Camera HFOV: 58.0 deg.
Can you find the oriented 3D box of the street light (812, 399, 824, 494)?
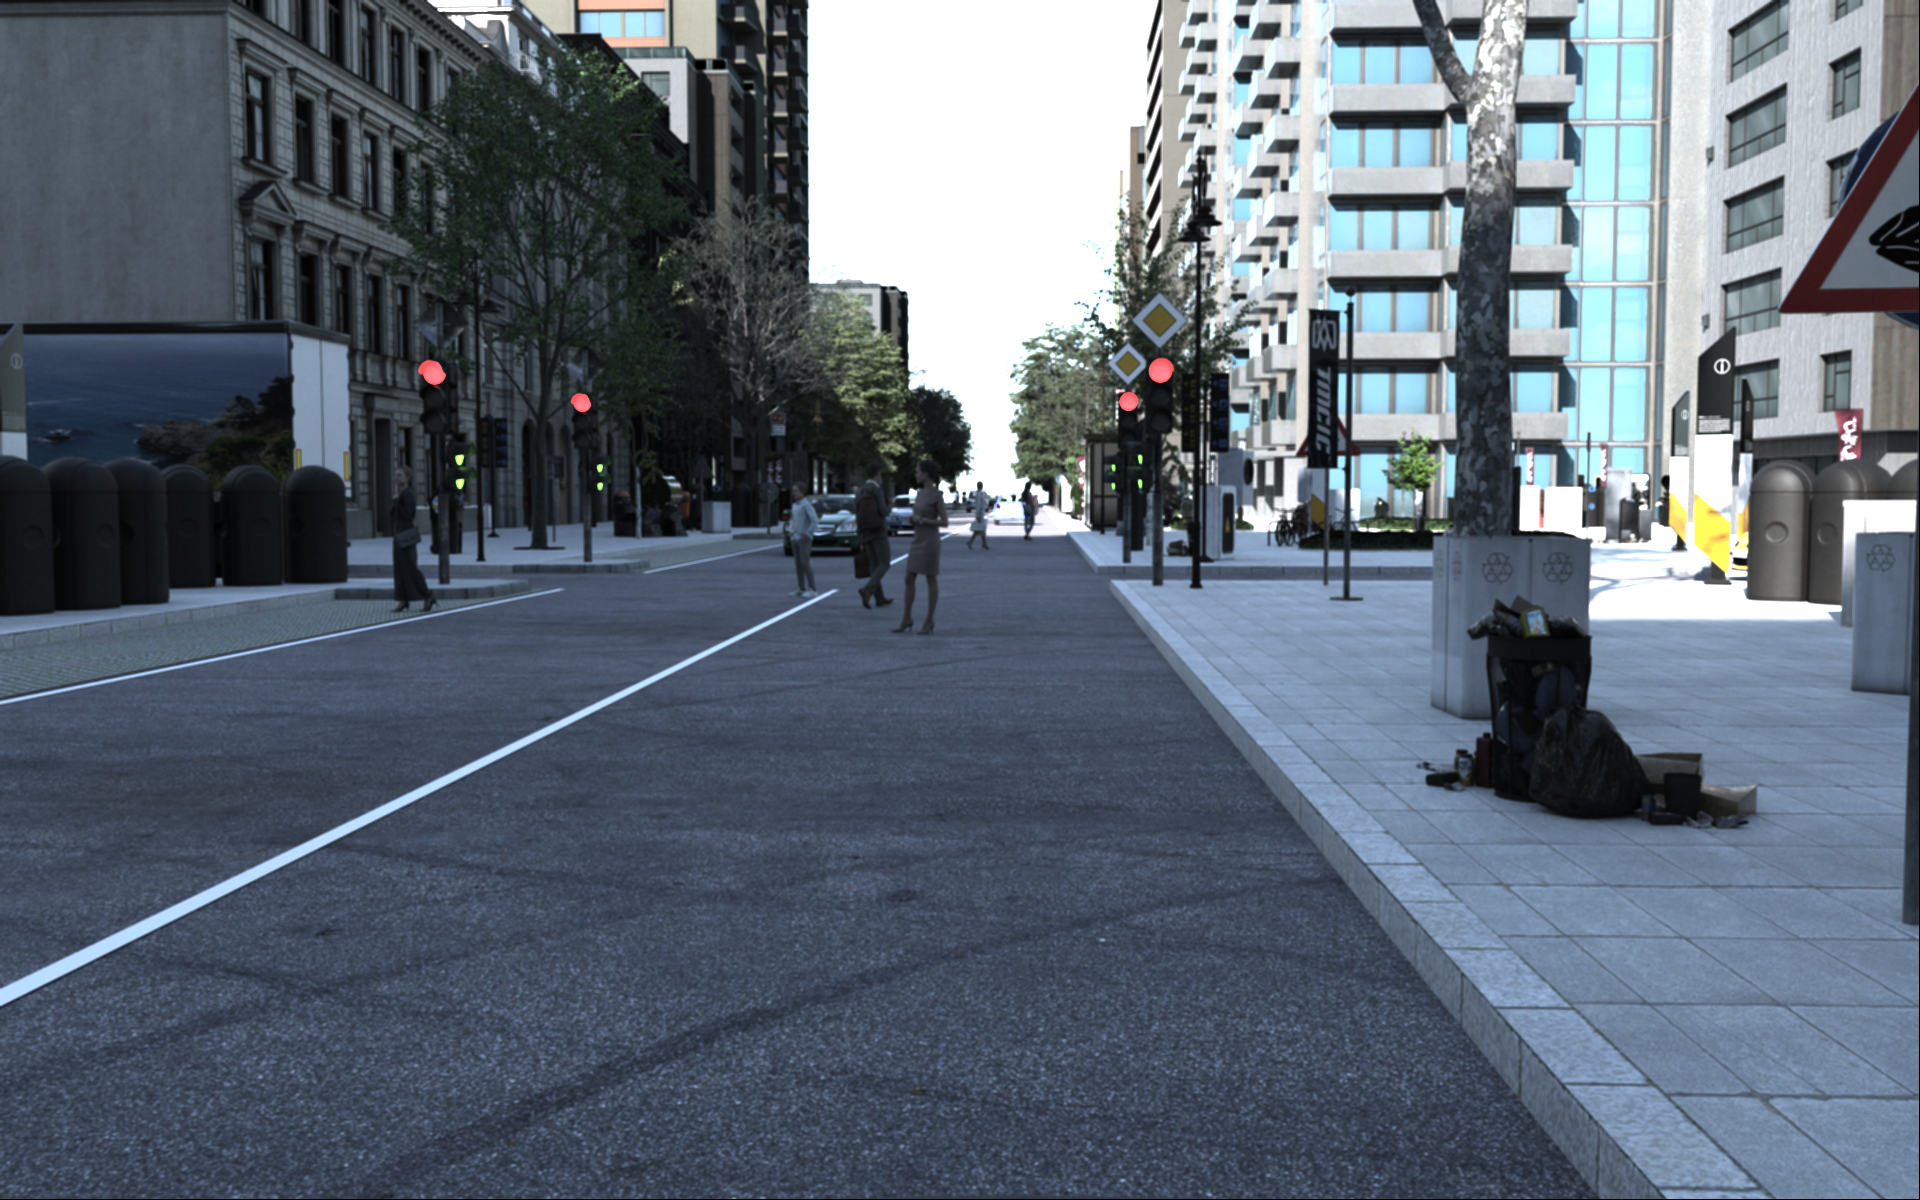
[{"bbox_3d":[-6.902,-6.829,84.449,0.468,5.910,1.993,0,4,2],"label":"street light"}]

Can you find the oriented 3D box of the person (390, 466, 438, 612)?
[{"bbox_3d":[-6.679,-0.738,20.990,0.576,1.772,0.534,3,5,42],"label":"person"}]

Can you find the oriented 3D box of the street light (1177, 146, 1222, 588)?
[{"bbox_3d":[3.225,-3.101,23.482,0.468,5.910,1.993,0,4,2],"label":"street light"}]

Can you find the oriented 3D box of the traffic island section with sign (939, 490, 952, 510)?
[{"bbox_3d":[-1.721,-9.236,159.635,1.989,1.847,2.006,0,4,2],"label":"traffic island section with sign"}]

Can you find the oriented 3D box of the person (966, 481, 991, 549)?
[{"bbox_3d":[0.477,-2.208,44.959,0.624,1.780,0.694,1,4,10],"label":"person"}]

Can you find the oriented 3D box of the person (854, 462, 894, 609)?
[{"bbox_3d":[-1.111,-0.822,21.907,0.622,1.834,0.822,3,4,37],"label":"person"}]

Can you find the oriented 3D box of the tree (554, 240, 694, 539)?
[{"bbox_3d":[-9.414,-6.062,49.482,4.737,8.622,4.395,0,3,0],"label":"tree"}]

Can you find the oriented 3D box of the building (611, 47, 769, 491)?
[{"bbox_3d":[-20.906,-21.053,115.917,14.160,30.474,14.107,0,4,2],"label":"building"}]

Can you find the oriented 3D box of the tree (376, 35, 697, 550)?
[{"bbox_3d":[-9.619,-6.976,39.816,9.928,11.665,9.643,0,3,0],"label":"tree"}]

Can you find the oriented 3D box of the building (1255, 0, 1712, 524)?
[{"bbox_3d":[25.811,-28.555,86.477,23.786,49.044,30.456,0,4,2],"label":"building"}]

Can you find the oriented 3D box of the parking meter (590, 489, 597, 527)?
[{"bbox_3d":[-14.227,-3.574,66.839,0.372,1.533,0.369,0,3,0],"label":"parking meter"}]

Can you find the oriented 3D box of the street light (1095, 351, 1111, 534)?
[{"bbox_3d":[4.577,-5.053,55.410,0.468,5.910,1.993,0,4,2],"label":"street light"}]

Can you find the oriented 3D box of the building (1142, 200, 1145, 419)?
[{"bbox_3d":[24.581,-24.213,167.580,14.160,30.474,14.107,0,4,2],"label":"building"}]

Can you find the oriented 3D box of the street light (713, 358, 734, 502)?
[{"bbox_3d":[-8.015,-5.268,58.927,0.468,5.910,1.993,0,4,2],"label":"street light"}]

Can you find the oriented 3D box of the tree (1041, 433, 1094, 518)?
[{"bbox_3d":[7.149,-6.733,93.791,4.285,4.588,4.351,0,3,0],"label":"tree"}]

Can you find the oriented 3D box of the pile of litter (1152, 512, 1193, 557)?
[{"bbox_3d":[4.801,-1.348,36.013,1.719,0.858,1.176,0,4,2],"label":"pile of litter"}]

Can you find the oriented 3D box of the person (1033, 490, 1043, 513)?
[{"bbox_3d":[6.019,-7.624,133.947,0.742,1.727,0.445,-1,4,-9],"label":"person"}]

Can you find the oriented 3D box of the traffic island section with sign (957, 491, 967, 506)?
[{"bbox_3d":[0.607,-12.610,214.799,1.989,1.847,2.006,0,4,2],"label":"traffic island section with sign"}]

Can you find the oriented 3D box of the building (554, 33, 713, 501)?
[{"bbox_3d":[-20.762,-16.035,91.850,12.332,23.373,15.834,0,4,2],"label":"building"}]

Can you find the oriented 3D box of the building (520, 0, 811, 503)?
[{"bbox_3d":[-23.822,-29.507,137.069,22.147,44.769,28.867,0,4,2],"label":"building"}]

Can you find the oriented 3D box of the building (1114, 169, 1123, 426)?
[{"bbox_3d":[26.846,-32.821,220.224,14.154,41.232,14.086,0,4,2],"label":"building"}]

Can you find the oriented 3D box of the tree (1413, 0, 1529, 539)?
[{"bbox_3d":[4.613,-9.594,12.746,12.611,20.169,13.585,0,3,0],"label":"tree"}]

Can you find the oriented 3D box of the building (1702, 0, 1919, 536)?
[{"bbox_3d":[29.608,-16.781,46.067,14.107,30.474,14.160,0,4,2],"label":"building"}]

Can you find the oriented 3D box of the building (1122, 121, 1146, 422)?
[{"bbox_3d":[26.611,-33.995,205.934,14.600,45.320,14.200,0,4,2],"label":"building"}]

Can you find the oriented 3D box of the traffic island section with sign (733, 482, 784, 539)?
[{"bbox_3d":[-6.106,-2.848,55.196,1.989,1.847,2.006,0,4,2],"label":"traffic island section with sign"}]

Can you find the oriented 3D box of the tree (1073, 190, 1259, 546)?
[{"bbox_3d":[4.917,-5.643,42.631,4.737,8.622,4.395,0,3,0],"label":"tree"}]

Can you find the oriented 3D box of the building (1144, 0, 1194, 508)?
[{"bbox_3d":[27.258,-32.129,149.005,21.300,48.544,21.600,0,4,2],"label":"building"}]

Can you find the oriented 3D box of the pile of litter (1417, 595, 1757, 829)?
[{"bbox_3d":[2.656,0.399,7.444,1.176,0.858,1.719,0,4,-5],"label":"pile of litter"}]

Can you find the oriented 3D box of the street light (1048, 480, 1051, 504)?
[{"bbox_3d":[9.845,-12.865,183.135,0.468,5.910,1.993,0,4,2],"label":"street light"}]

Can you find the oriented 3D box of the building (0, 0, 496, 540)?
[{"bbox_3d":[-21.605,-11.365,50.441,10.561,19.102,19.286,0,4,2],"label":"building"}]

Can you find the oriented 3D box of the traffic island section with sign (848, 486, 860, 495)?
[{"bbox_3d":[-4.978,-4.495,82.127,1.989,1.847,2.006,0,4,2],"label":"traffic island section with sign"}]

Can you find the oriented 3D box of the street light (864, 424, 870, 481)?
[{"bbox_3d":[-5.844,-8.356,109.413,0.468,5.910,1.993,0,4,2],"label":"street light"}]

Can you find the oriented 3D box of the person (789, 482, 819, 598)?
[{"bbox_3d":[-2.216,-0.848,24.180,0.330,1.601,0.589,-2,4,-29],"label":"person"}]

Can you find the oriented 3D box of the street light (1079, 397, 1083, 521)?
[{"bbox_3d":[5.655,-6.629,81.166,0.468,5.910,1.993,0,4,2],"label":"street light"}]

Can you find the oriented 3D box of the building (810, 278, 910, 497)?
[{"bbox_3d":[-14.390,-28.434,236.589,14.160,30.474,14.107,0,4,2],"label":"building"}]

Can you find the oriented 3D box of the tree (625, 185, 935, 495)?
[{"bbox_3d":[-8.368,-9.708,69.089,12.009,13.543,11.850,0,3,0],"label":"tree"}]

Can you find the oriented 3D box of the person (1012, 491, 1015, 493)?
[{"bbox_3d":[4.952,-9.487,164.136,0.750,1.759,0.617,-2,4,-30],"label":"person"}]

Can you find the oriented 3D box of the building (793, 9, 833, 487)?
[{"bbox_3d":[-22.588,-44.200,160.926,20.563,71.187,20.611,0,4,2],"label":"building"}]

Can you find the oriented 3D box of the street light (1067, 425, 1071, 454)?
[{"bbox_3d":[6.664,-8.191,106.712,0.468,5.910,1.993,0,4,2],"label":"street light"}]

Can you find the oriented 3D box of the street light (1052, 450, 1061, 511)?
[{"bbox_3d":[8.748,-11.278,157.182,0.468,5.910,1.993,0,4,2],"label":"street light"}]

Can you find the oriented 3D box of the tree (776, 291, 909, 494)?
[{"bbox_3d":[-6.764,-10.974,97.554,7.486,12.596,7.792,0,3,0],"label":"tree"}]

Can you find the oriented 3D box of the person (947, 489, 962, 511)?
[{"bbox_3d":[-0.450,-8.391,145.686,1.348,1.826,0.705,-1,4,-16],"label":"person"}]

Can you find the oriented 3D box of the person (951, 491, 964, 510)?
[{"bbox_3d":[-0.210,-9.005,156.408,1.217,1.739,0.721,0,4,5],"label":"person"}]

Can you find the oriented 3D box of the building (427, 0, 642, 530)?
[{"bbox_3d":[-22.312,-14.082,72.035,13.314,21.916,24.055,0,4,2],"label":"building"}]

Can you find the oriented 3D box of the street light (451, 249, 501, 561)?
[{"bbox_3d":[-9.157,-3.678,32.928,0.468,5.910,1.993,0,4,2],"label":"street light"}]

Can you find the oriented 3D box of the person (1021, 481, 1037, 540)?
[{"bbox_3d":[2.142,-2.756,53.575,0.555,1.821,0.388,2,4,31],"label":"person"}]

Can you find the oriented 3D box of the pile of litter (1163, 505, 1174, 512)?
[{"bbox_3d":[8.380,-3.380,69.225,1.719,0.858,1.176,3,5,40],"label":"pile of litter"}]

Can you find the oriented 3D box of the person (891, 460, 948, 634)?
[{"bbox_3d":[-0.405,-0.545,17.750,0.374,1.781,0.599,-3,4,-38],"label":"person"}]

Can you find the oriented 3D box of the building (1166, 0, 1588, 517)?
[{"bbox_3d":[27.345,-30.787,122.984,23.786,49.044,30.456,0,4,2],"label":"building"}]

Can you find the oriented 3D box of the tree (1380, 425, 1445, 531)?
[{"bbox_3d":[12.817,-3.320,48.876,1.663,3.219,1.824,0,3,0],"label":"tree"}]

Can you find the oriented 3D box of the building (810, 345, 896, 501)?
[{"bbox_3d":[-22.959,-22.643,215.254,27.650,21.520,28.899,0,4,2],"label":"building"}]
